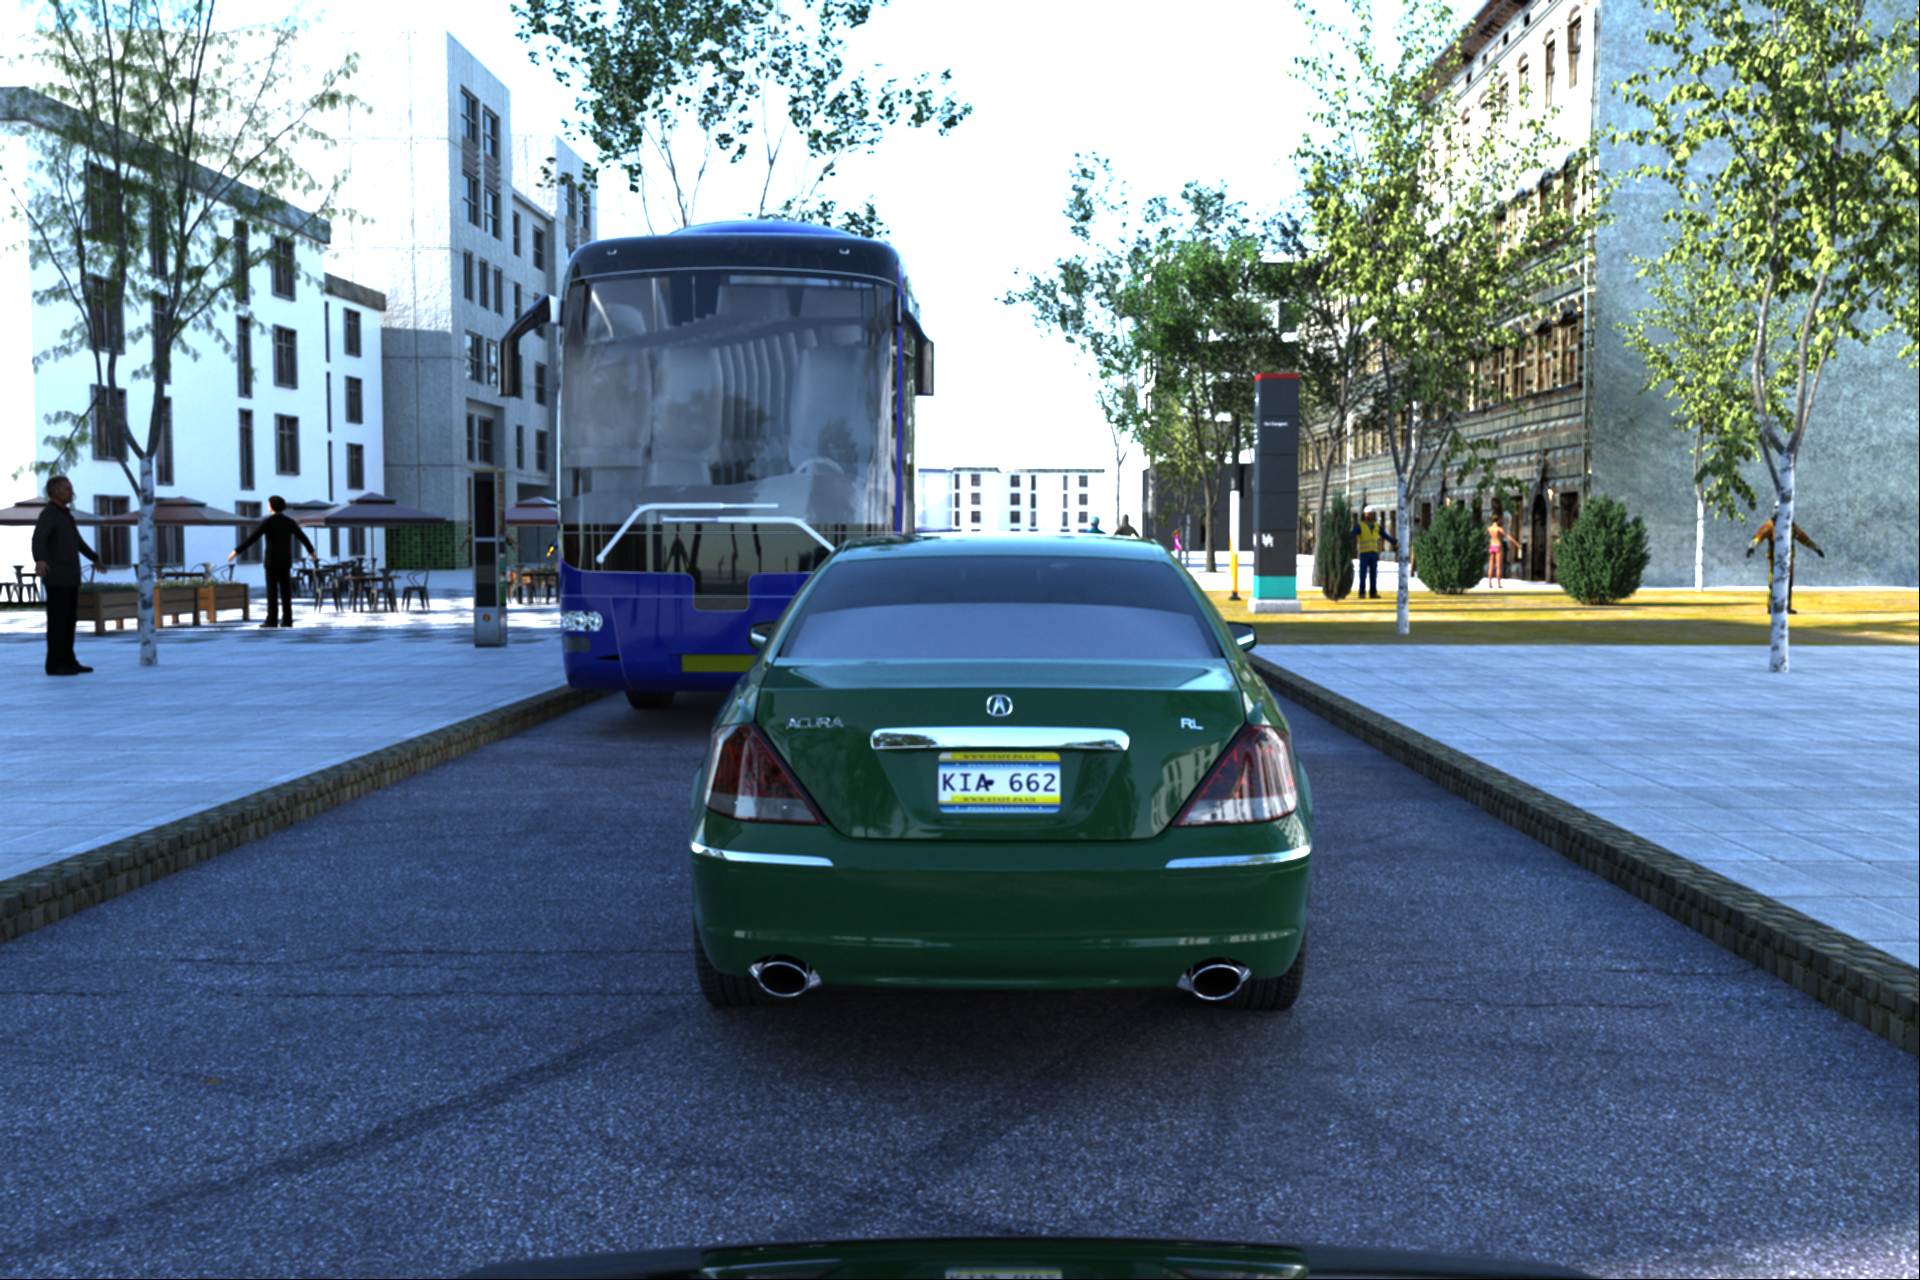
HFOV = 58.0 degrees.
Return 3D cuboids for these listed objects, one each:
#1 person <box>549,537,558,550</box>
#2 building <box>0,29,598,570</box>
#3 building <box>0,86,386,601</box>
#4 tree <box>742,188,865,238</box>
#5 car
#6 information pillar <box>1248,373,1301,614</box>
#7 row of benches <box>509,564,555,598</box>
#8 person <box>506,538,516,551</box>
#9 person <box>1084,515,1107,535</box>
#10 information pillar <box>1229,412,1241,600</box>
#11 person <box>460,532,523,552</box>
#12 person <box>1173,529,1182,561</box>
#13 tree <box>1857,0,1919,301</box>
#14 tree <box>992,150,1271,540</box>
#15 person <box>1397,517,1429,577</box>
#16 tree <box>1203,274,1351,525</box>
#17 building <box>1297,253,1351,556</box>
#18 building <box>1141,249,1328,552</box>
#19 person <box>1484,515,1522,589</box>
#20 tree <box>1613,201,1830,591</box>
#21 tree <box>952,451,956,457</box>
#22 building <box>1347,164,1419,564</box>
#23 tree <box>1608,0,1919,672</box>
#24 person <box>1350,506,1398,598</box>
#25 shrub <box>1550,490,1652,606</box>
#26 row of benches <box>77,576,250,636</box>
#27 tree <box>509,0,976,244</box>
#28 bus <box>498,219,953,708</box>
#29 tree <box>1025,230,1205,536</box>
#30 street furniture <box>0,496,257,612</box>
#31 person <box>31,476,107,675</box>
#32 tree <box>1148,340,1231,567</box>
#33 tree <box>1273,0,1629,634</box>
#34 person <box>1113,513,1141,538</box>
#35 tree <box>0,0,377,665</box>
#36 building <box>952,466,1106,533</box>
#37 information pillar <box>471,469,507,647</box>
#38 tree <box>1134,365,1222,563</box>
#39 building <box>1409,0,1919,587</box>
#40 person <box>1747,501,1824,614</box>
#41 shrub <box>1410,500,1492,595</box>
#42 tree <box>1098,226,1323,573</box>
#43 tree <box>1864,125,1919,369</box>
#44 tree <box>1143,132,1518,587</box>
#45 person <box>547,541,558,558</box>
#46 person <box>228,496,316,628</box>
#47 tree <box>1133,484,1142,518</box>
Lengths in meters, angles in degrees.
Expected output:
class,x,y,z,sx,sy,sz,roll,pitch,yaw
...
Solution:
class,x,y,z,sx,sy,sz,roll,pitch,yaw
person,-8.932,-2.123,40.486,1.354,1.856,0.705,-1,4,-19
building,-26.161,-12.866,76.811,16.747,18.905,31.486,0,4,1
building,-21.442,-6.404,46.860,9.099,9.664,28.070,0,4,2
tree,-7.090,-9.678,64.886,9.857,13.997,8.962,0,3,0
car,0.158,0.314,6.667,2.131,1.459,4.920,0,4,1
information pillar,5.138,-2.374,28.194,0.750,3.857,0.750,0,4,1
row of benches,-7.717,-1.292,36.587,1.422,0.672,4.104,2,4,35
person,-10.404,-2.022,38.989,0.705,1.837,1.347,-3,5,-41
person,2.767,-1.668,35.850,1.347,1.817,0.704,-1,4,-21
information pillar,5.342,-2.586,33.640,0.183,3.616,0.504,0,4,0
person,-10.189,-1.940,37.571,1.347,1.847,0.705,0,4,-3
person,7.196,-2.904,56.743,0.599,1.433,0.991,0,4,5
tree,13.032,-4.380,21.973,4.360,8.622,3.978,0,3,0
tree,8.391,-14.127,86.858,12.611,20.169,13.585,0,3,0
person,13.732,-2.797,52.000,1.348,1.796,0.705,2,4,35
tree,8.437,-6.043,49.161,4.360,8.622,3.978,0,3,0
building,29.821,-16.325,97.843,19.493,23.208,18.063,0,4,2
building,28.594,-18.156,140.817,27.936,21.610,32.646,0,4,2
person,12.636,-2.072,40.678,0.721,1.733,1.217,-3,4,-38
tree,16.940,-5.409,38.800,4.737,8.622,4.395,0,3,0
tree,-5.268,-12.184,109.570,12.009,13.543,11.850,0,3,0
building,28.629,-15.107,77.931,19.493,23.208,18.063,0,4,2
tree,7.851,-4.012,15.963,4.737,8.622,4.395,0,3,0
person,8.152,-1.745,34.499,1.349,1.833,0.705,-1,4,-13
shrub,11.541,-1.661,31.200,1.661,2.075,1.752,0,3,0
row of benches,-11.037,-0.507,23.746,1.422,0.672,4.104,0,4,4
tree,-6.304,-11.821,49.170,12.611,20.169,13.585,0,3,0
bus,-1.488,-1.587,17.499,2.896,3.916,12.251,0,4,1
tree,11.190,-15.318,106.342,12.611,20.169,13.585,0,3,0
street furniture,-26.139,-1.264,25.694,27.439,1.986,14.083,0,4,-4
person,-8.194,-0.592,15.853,0.705,1.807,1.348,0,4,-5
tree,8.836,-7.106,66.544,4.737,8.622,4.395,0,3,0
tree,5.788,-4.370,21.815,4.737,8.622,4.395,0,3,0
person,4.194,-2.329,44.208,1.348,1.813,0.705,-2,4,-32
tree,-7.983,-4.044,16.483,4.360,8.622,3.978,0,3,0
building,4.117,-16.579,215.673,28.070,9.664,9.099,0,4,-6
information pillar,-5.349,-0.929,19.687,0.304,2.012,0.304,0,4,2
tree,9.431,-7.523,73.366,4.360,8.622,3.978,0,3,0
building,24.679,-13.407,50.125,19.493,23.208,18.063,0,4,2
person,13.191,-1.346,27.780,1.354,1.858,0.705,-1,4,-10
shrub,10.375,-1.967,36.585,1.690,2.028,1.600,0,3,0
tree,8.438,-8.065,57.619,9.928,11.665,9.643,0,3,0
tree,16.650,-4.744,27.930,4.737,8.622,4.395,0,3,0
tree,8.575,-6.536,41.269,8.767,10.594,7.601,0,4,5
person,-5.654,-1.216,26.350,1.216,1.772,0.721,-1,4,-17
person,-9.374,-1.074,23.748,0.705,1.806,1.347,2,4,33
tree,23.732,-16.012,212.165,4.360,8.622,3.978,0,3,0
